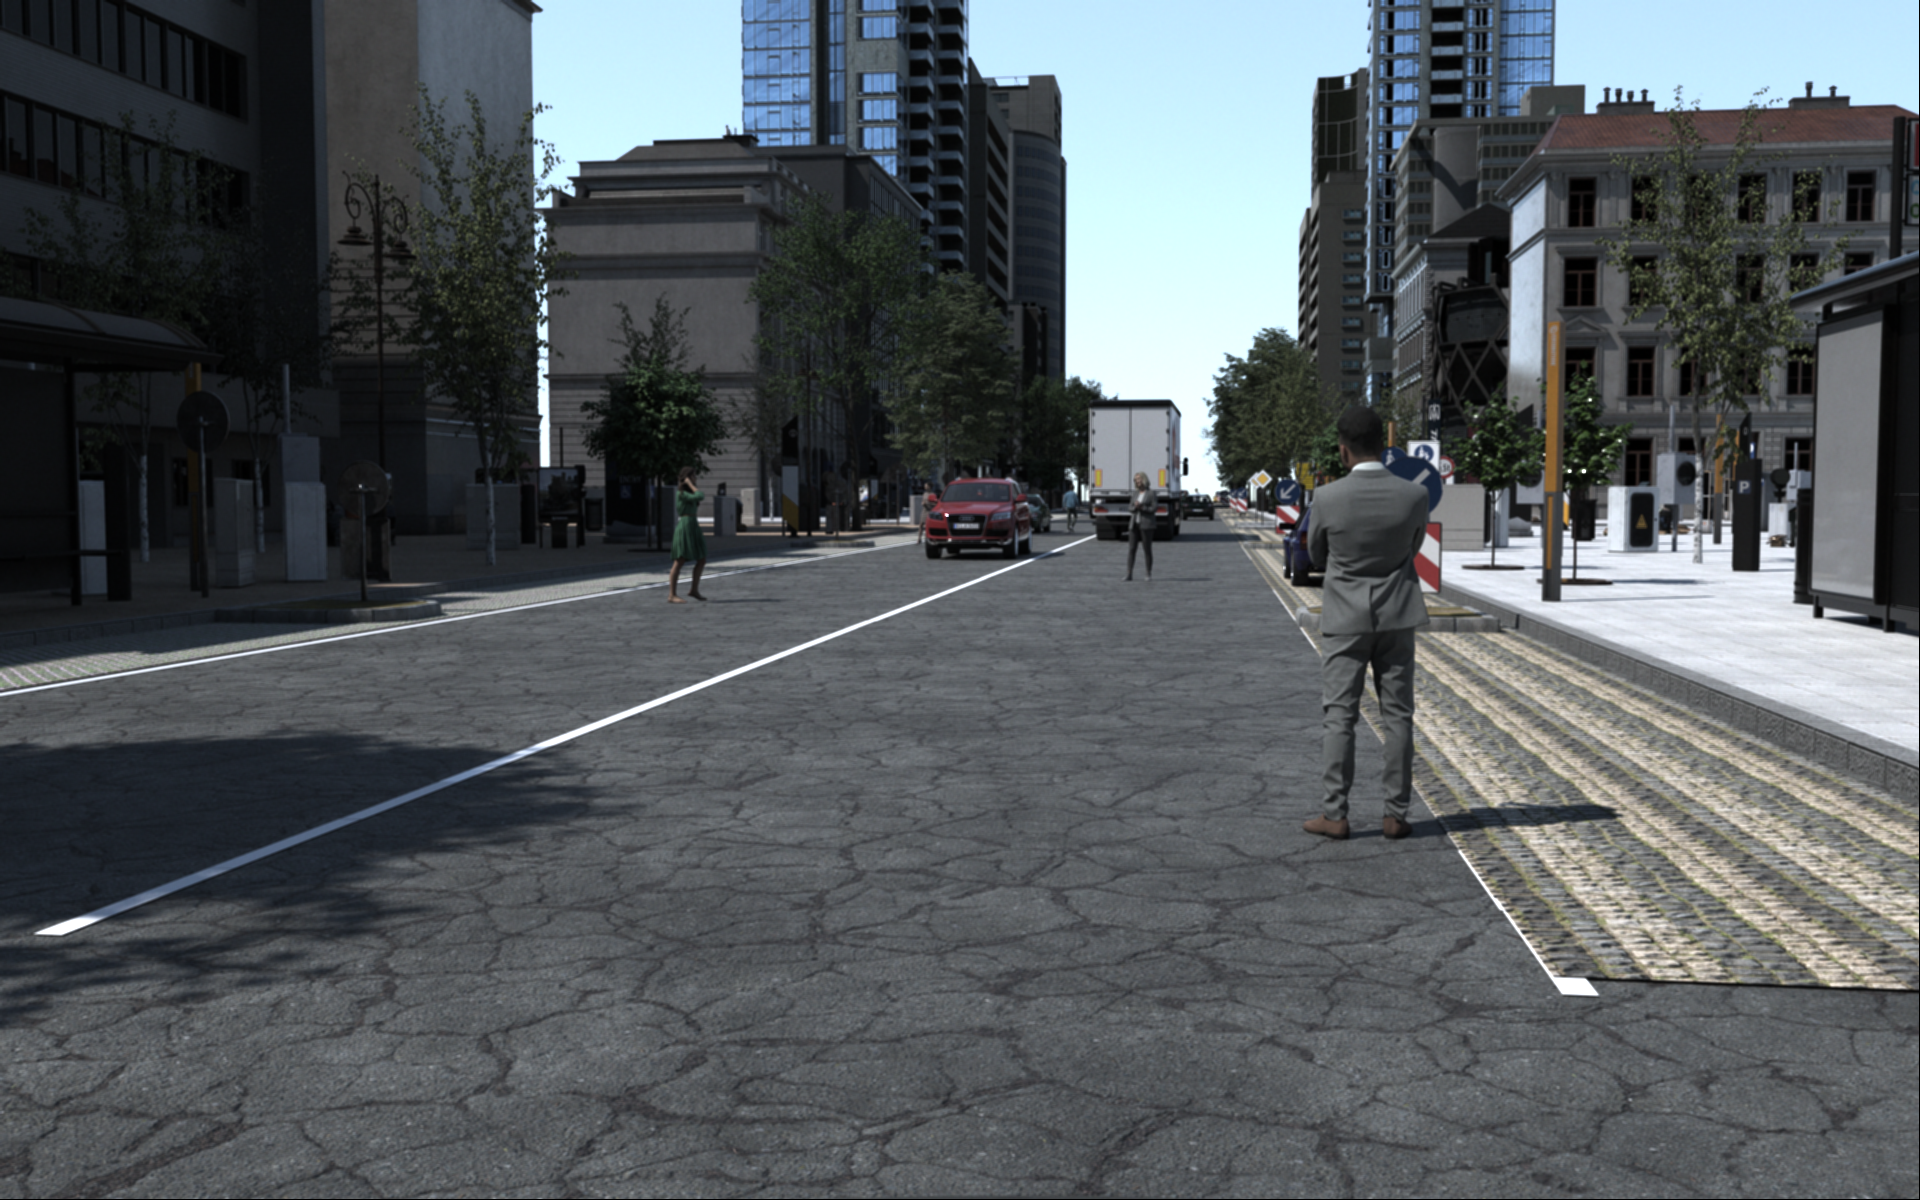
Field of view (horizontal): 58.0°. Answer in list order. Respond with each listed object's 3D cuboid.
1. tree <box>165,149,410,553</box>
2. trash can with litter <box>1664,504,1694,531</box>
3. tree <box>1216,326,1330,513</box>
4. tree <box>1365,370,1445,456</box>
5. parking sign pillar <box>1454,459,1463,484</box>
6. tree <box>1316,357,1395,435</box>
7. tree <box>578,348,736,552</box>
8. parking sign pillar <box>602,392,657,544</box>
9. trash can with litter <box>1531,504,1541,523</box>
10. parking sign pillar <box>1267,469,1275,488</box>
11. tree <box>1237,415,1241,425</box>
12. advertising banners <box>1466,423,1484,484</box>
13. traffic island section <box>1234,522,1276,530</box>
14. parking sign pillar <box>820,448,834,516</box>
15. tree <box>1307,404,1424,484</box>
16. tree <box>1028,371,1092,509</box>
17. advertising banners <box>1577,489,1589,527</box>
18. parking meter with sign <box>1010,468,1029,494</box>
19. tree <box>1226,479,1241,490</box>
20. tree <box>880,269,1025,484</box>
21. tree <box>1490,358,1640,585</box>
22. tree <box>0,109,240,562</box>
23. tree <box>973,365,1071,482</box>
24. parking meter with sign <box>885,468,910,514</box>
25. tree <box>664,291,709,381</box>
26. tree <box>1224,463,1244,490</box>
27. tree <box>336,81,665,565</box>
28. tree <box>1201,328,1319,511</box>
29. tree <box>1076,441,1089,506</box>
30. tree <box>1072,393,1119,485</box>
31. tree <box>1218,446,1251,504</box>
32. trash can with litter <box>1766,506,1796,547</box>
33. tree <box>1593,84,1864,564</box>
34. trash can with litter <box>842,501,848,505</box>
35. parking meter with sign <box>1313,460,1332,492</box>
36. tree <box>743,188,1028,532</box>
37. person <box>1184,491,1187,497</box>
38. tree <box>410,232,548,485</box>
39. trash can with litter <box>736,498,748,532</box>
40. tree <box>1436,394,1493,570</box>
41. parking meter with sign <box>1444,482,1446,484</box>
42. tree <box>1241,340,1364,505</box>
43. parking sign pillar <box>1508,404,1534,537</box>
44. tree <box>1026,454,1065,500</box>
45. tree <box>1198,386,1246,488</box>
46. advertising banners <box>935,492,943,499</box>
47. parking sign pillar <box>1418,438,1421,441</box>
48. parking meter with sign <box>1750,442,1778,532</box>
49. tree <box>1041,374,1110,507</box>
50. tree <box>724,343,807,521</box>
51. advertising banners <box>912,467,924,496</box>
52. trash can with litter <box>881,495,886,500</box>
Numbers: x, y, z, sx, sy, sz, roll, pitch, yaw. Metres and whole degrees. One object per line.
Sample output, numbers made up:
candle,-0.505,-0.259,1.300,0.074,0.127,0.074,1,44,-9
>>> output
tree,-15.144,-5.342,37.710,4.360,8.622,3.978,0,3,0
trash can with litter,25.422,-3.046,60.867,2.233,1.210,1.678,0,4,-7
tree,21.491,-12.172,117.132,7.486,12.596,7.792,0,3,0
tree,26.781,-9.379,103.706,4.737,8.622,4.395,0,3,0
parking sign pillar,25.479,-6.084,87.952,1.447,3.967,1.447,-3,5,-40
tree,21.030,-8.697,92.563,4.360,8.622,3.978,0,3,0
tree,-6.687,-3.372,38.846,4.285,4.588,4.351,0,3,0
parking sign pillar,-8.632,-3.474,45.275,1.447,3.967,1.447,2,4,26
trash can with litter,25.498,-3.943,75.856,1.055,1.170,0.624,-1,4,-15
parking sign pillar,27.066,-9.937,150.939,1.447,3.967,1.447,1,4,8
tree,19.157,-9.414,104.277,4.737,8.622,4.395,0,3,0
advertising banners,12.096,-2.876,43.204,2.074,3.025,0.090,1,4,19
traffic island section,13.338,-3.396,77.813,2.009,0.180,2.903,0,4,8
parking sign pillar,-7.826,-6.956,102.198,1.447,3.967,1.447,1,4,17
tree,14.393,-4.846,62.939,4.285,4.588,4.351,0,3,0
tree,7.605,-13.522,146.834,9.928,11.665,9.643,0,3,0
advertising banners,22.985,-4.154,64.109,0.090,3.025,2.074,2,4,34
parking meter with sign,4.250,-7.366,116.688,1.738,3.016,0.543,2,4,34
tree,46.383,-18.767,290.550,4.285,4.588,4.351,0,3,0
tree,-0.091,-10.367,87.622,7.486,12.596,7.792,0,3,0
tree,8.865,-1.836,24.614,1.663,3.219,1.824,0,3,0
tree,-15.733,-5.035,32.689,4.737,8.622,4.395,0,3,0
tree,4.168,-11.463,121.840,8.767,10.594,7.601,2,4,30
parking meter with sign,-4.188,-7.181,113.673,1.738,3.016,0.543,1,4,17
tree,-11.390,-6.933,63.724,4.737,8.622,4.395,0,3,0
tree,40.055,-18.388,250.999,4.360,8.622,3.978,0,3,0
tree,-8.611,-4.922,30.841,4.737,8.622,4.395,0,3,0
tree,23.556,-13.947,134.687,9.857,13.997,8.962,0,3,0
tree,13.955,-14.642,189.751,4.737,8.622,4.395,0,3,0
tree,18.065,-18.970,216.812,9.857,13.997,8.962,0,3,0
tree,38.926,-19.164,239.090,9.928,11.665,9.643,0,3,0
trash can with litter,20.009,-1.856,41.732,1.055,1.170,0.624,3,5,41
tree,13.841,-4.971,31.642,4.737,8.622,4.395,0,3,0
trash can with litter,-6.983,-5.410,99.843,1.055,1.170,0.624,3,4,37
parking meter with sign,18.387,-5.481,85.882,1.738,3.016,0.543,0,4,2
tree,-3.712,-8.188,59.621,9.928,11.665,9.643,0,3,0
person,22.157,-9.885,170.671,0.434,1.755,0.990,-1,4,-14
tree,-13.357,-6.013,48.669,4.360,8.622,3.978,0,3,0
trash can with litter,-7.518,-2.902,58.828,0.624,1.170,1.055,-2,4,-33
tree,9.230,-2.134,29.493,1.663,3.219,1.824,0,3,0
parking meter with sign,30.972,-7.044,111.429,0.543,3.016,1.738,3,5,43
tree,16.241,-8.085,82.557,4.737,8.622,4.395,0,3,0
parking sign pillar,16.467,-3.879,51.902,1.447,3.967,1.447,1,4,21
tree,6.743,-9.422,137.756,4.285,4.588,4.351,0,3,0
tree,31.117,-17.066,189.399,12.009,13.543,11.850,0,3,0
advertising banners,-1.920,-7.073,111.826,2.074,3.025,0.090,-2,4,-25
parking sign pillar,22.227,-5.799,83.283,1.447,3.967,1.447,1,4,17
parking meter with sign,27.491,-3.827,58.837,1.738,3.016,0.543,-1,4,-16
tree,11.536,-15.206,165.633,9.611,12.733,9.660,0,3,0
tree,-9.145,-8.113,83.013,4.360,8.622,3.978,0,3,0
advertising banners,-2.567,-6.606,104.189,0.090,3.025,2.074,1,4,20
trash can with litter,-7.758,-8.384,148.143,2.233,1.210,1.678,-3,4,-37
